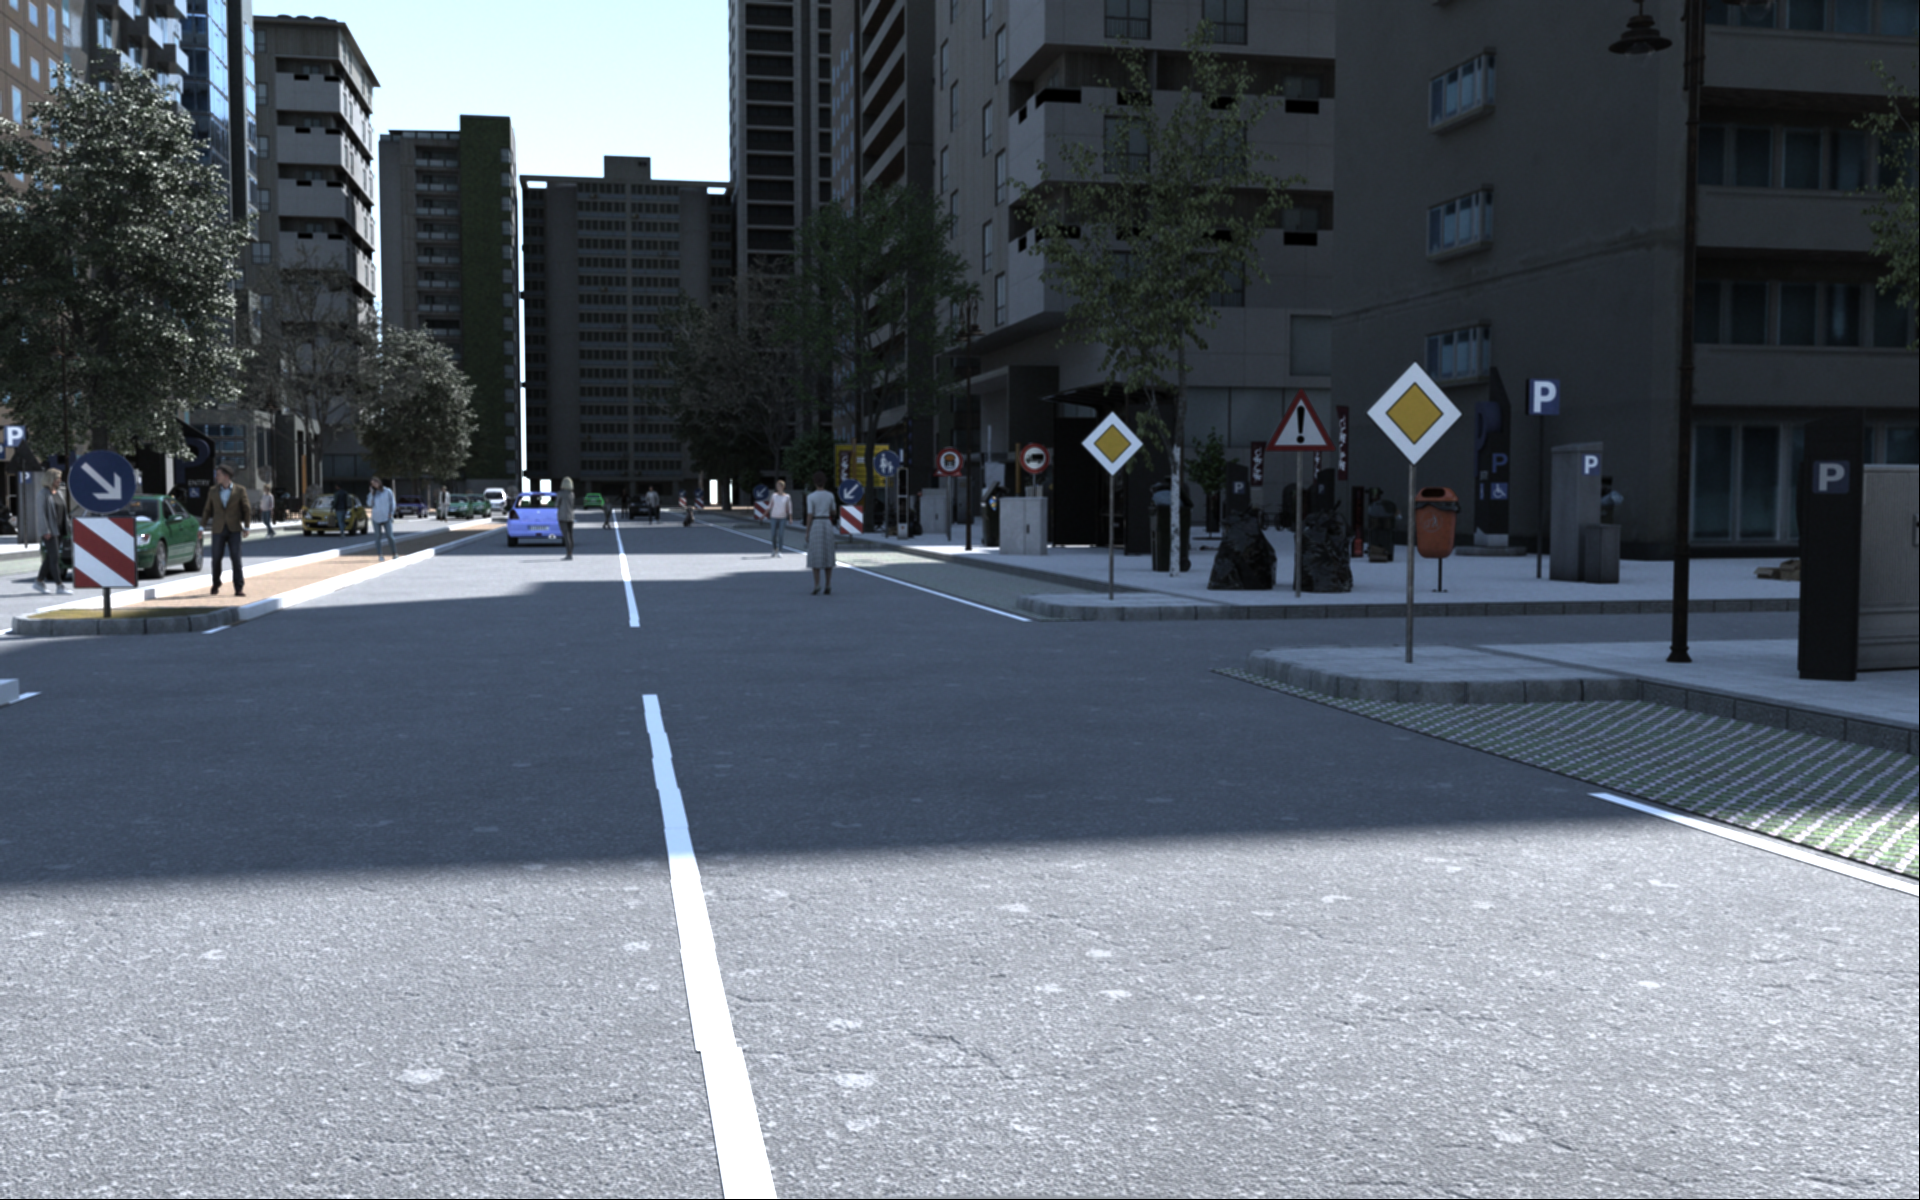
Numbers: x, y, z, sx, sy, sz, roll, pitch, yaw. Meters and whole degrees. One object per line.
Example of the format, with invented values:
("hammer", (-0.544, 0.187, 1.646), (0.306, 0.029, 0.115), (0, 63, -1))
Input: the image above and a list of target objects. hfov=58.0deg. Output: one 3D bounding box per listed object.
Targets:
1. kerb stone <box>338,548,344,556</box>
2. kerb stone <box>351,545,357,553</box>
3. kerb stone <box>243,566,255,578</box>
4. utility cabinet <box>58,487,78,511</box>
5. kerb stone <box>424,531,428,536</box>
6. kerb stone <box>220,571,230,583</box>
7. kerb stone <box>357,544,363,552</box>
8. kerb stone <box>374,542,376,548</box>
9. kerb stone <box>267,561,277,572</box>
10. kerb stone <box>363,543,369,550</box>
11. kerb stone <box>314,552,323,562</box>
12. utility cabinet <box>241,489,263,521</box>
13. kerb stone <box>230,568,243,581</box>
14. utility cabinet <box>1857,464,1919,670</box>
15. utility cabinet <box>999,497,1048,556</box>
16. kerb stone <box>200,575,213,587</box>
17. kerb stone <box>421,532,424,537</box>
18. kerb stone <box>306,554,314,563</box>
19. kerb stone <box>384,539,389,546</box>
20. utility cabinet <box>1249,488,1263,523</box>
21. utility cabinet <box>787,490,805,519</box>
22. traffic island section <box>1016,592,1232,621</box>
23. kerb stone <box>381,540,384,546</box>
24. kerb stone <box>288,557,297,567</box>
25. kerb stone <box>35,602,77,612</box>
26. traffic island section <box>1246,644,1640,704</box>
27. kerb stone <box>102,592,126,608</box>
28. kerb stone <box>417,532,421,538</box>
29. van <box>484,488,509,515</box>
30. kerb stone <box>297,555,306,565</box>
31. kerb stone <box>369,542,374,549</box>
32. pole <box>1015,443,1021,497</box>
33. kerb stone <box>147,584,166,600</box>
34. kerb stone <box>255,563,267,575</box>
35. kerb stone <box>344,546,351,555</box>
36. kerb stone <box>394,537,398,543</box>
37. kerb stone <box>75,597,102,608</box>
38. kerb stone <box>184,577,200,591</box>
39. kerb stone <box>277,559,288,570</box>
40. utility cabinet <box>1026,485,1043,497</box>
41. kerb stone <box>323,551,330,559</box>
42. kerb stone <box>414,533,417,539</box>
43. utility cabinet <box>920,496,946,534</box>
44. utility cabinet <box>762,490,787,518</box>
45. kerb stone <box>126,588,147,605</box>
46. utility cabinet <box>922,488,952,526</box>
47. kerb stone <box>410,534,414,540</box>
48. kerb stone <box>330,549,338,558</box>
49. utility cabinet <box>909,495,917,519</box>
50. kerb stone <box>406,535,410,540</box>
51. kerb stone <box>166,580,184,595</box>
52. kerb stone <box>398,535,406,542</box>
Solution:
("kerb stone", (-14.329, -1.073, 39.743), (0.120, 0.150, 1.000), (-1, 4, -11))
("kerb stone", (-14.735, -1.193, 41.767), (0.120, 0.150, 1.000), (-1, 4, -11))
("kerb stone", (-12.294, -0.458, 29.691), (0.120, 0.150, 1.000), (-1, 4, -11))
("utility cabinet", (-28.372, -2.870, 55.609), (0.318, 1.500, 1.173), (2, 4, 31))
("kerb stone", (-17.980, -2.180, 57.841), (0.120, 0.150, 1.000), (-1, 4, -11))
("kerb stone", (-11.889, -0.329, 27.680), (0.120, 0.150, 1.000), (-1, 4, -11))
("kerb stone", (-14.935, -1.259, 42.773), (0.120, 0.150, 1.000), (-1, 4, -11))
("kerb stone", (-15.545, -1.442, 45.779), (0.120, 0.150, 1.000), (-1, 4, -11))
("kerb stone", (-12.706, -0.582, 31.712), (0.120, 0.150, 1.000), (-1, 4, -11))
("kerb stone", (-15.143, -1.320, 43.774), (0.120, 0.150, 1.000), (-1, 4, -11))
("kerb stone", (-13.718, -0.889, 36.734), (0.120, 0.150, 1.000), (-1, 4, -11))
("utility cabinet", (-33.655, -4.486, 82.033), (1.173, 1.500, 0.318), (0, 3, 0))
("kerb stone", (-12.088, -0.396, 28.690), (0.120, 0.150, 1.000), (-1, 4, -11))
("utility cabinet", (6.802, -0.244, 12.673), (1.173, 1.500, 0.318), (-1, 4, -22))
("utility cabinet", (1.328, -1.547, 36.450), (1.020, 1.237, 0.306), (2, 4, 32))
("kerb stone", (-11.695, -0.274, 26.673), (0.120, 0.150, 1.000), (-1, 4, -11))
("kerb stone", (-17.784, -2.117, 56.837), (0.120, 0.150, 1.000), (-1, 4, -11))
("kerb stone", (-13.520, -0.828, 35.731), (0.120, 0.150, 1.000), (-1, 4, -11))
("kerb stone", (-15.949, -1.566, 47.794), (0.120, 0.150, 1.000), (-1, 4, -11))
("utility cabinet", (10.897, -3.491, 65.760), (1.173, 1.500, 0.318), (-1, 4, -14))
("utility cabinet", (-8.584, -4.953, 89.656), (1.173, 1.500, 0.318), (-3, 4, -36))
("traffic island section", (1.852, 0.077, 21.014), (2.009, 0.180, 2.903), (-1, 4, -11))
("kerb stone", (-15.760, -1.503, 46.789), (0.120, 0.150, 1.000), (-1, 4, -11))
("kerb stone", (-13.114, -0.705, 33.720), (0.120, 0.150, 1.000), (-1, 4, -11))
("kerb stone", (-10.264, 0.159, 19.642), (0.120, 0.150, 1.000), (-1, 4, -11))
("traffic island section", (3.434, 0.556, 13.187), (2.009, 0.180, 2.903), (-1, 4, -11))
("kerb stone", (-10.666, 0.033, 21.649), (0.120, 0.150, 1.000), (-1, 4, -11))
("kerb stone", (-17.578, -2.054, 55.836), (0.120, 0.150, 1.000), (-1, 4, -11))
("van", (-32.105, -6.875, 119.425), (2.013, 2.044, 4.112), (-1, 4, -13))
("kerb stone", (-13.312, -0.767, 34.730), (0.120, 0.150, 1.000), (-1, 4, -11))
("kerb stone", (-15.344, -1.374, 44.777), (0.120, 0.150, 1.000), (-1, 4, -11))
("pole", (2.324, -4.606, 69.157), (0.158, 3.312, 0.155), (0, 3, 0))
("kerb stone", (-11.073, -0.090, 23.662), (0.120, 0.150, 1.000), (-1, 4, -11))
("kerb stone", (-12.495, -0.521, 30.707), (0.120, 0.150, 1.000), (-1, 4, -11))
("kerb stone", (-14.532, -1.133, 40.751), (0.120, 0.150, 1.000), (-1, 4, -11))
("kerb stone", (-16.365, -1.688, 49.796), (0.120, 0.150, 1.000), (-1, 4, -11))
("kerb stone", (-10.466, 0.095, 20.646), (0.120, 0.150, 1.000), (-1, 4, -11))
("kerb stone", (-11.488, -0.212, 25.672), (0.120, 0.150, 1.000), (-1, 4, -11))
("kerb stone", (-12.905, -0.643, 32.717), (0.120, 0.150, 1.000), (-1, 4, -11))
("utility cabinet", (1.903, -2.206, 44.744), (0.318, 1.500, 1.173), (0, 4, -5))
("kerb stone", (-13.922, -0.943, 37.736), (0.120, 0.150, 1.000), (-1, 4, -11))
("kerb stone", (-17.374, -1.996, 54.833), (0.120, 0.150, 1.000), (-1, 4, -11))
("utility cabinet", (-0.823, -2.750, 56.124), (1.020, 1.237, 0.306), (3, 4, 36))
("utility cabinet", (-9.593, -4.893, 88.673), (1.173, 1.500, 0.318), (1, 4, 9))
("kerb stone", (-10.869, -0.028, 22.651), (0.120, 0.150, 1.000), (-1, 4, -11))
("utility cabinet", (-0.912, -3.645, 68.273), (1.173, 1.500, 0.318), (0, 3, 0))
("kerb stone", (-17.173, -1.935, 53.829), (0.120, 0.150, 1.000), (-1, 4, -11))
("kerb stone", (-14.118, -1.007, 38.740), (0.120, 0.150, 1.000), (-1, 4, -11))
("utility cabinet", (-2.204, -4.755, 88.899), (0.306, 1.237, 1.020), (2, 4, 33))
("kerb stone", (-16.978, -1.871, 52.821), (0.120, 0.150, 1.000), (-1, 4, -11))
("kerb stone", (-11.279, -0.151, 24.668), (0.120, 0.150, 1.000), (-1, 4, -11))
("kerb stone", (-16.769, -1.812, 51.820), (0.120, 0.150, 1.000), (-1, 4, -11))
